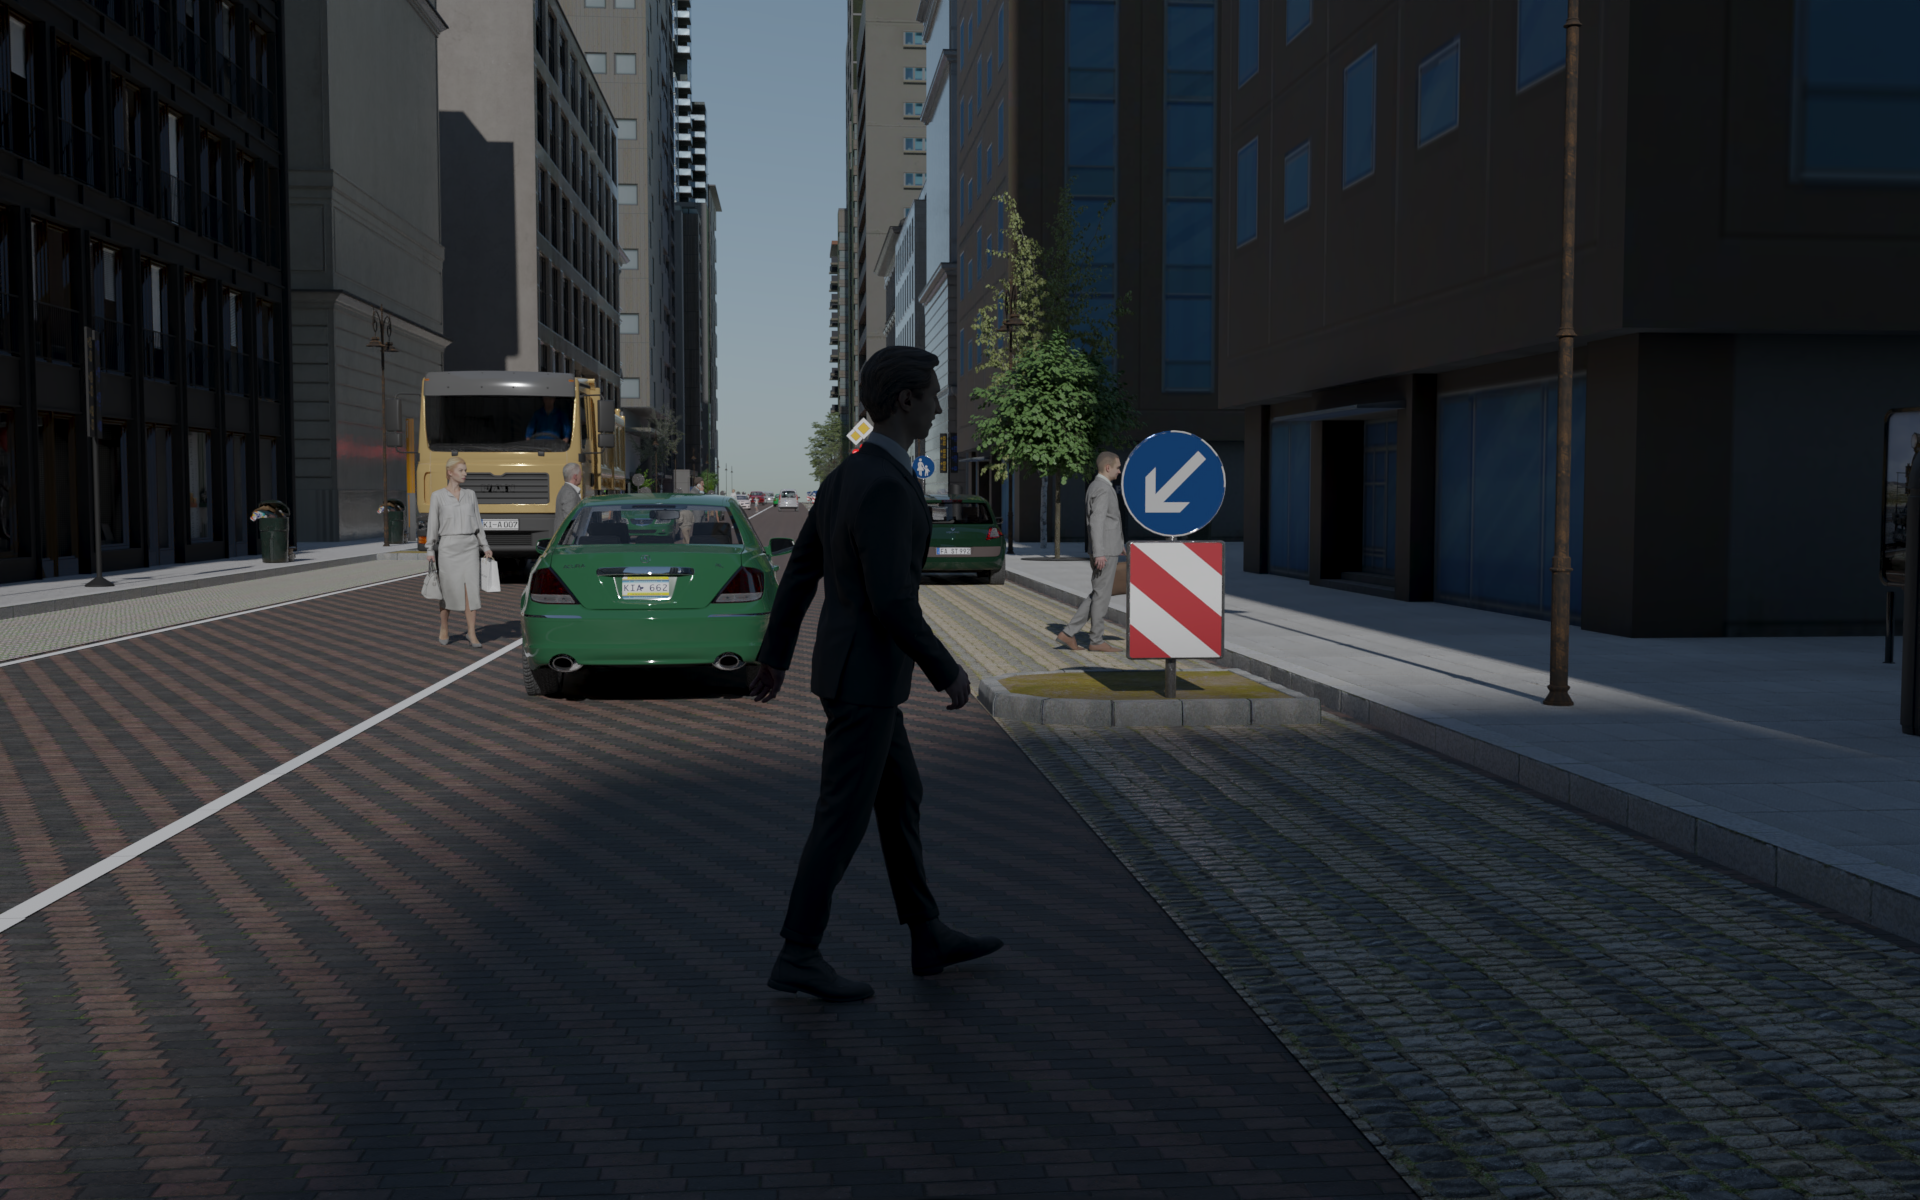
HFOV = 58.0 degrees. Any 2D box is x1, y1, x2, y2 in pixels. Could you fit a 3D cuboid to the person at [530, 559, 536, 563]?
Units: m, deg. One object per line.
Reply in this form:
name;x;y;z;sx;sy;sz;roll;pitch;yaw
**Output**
person;-9.004;-1.642;35.768;0.576;1.772;0.534;0;4;-3

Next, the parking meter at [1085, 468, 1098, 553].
parking meter;2.910;-1.976;38.012;0.255;1.863;0.399;1;4;22

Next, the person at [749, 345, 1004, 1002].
person;-0.197;0.200;5.000;0.755;1.850;0.659;-1;4;-17

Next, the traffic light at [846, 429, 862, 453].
traffic light;-4.320;-5.062;71.686;0.839;4.253;0.868;0;4;-5

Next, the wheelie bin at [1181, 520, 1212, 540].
wheelie bin;5.465;-1.981;40.296;0.980;1.594;0.693;-1;4;-13

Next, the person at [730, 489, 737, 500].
person;-16.675;-7.277;127.698;0.478;1.798;0.641;2;4;30

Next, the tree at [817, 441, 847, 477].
tree;-16.905;-17.219;231.896;4.360;8.622;3.978;0;3;0

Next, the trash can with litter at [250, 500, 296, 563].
trash can with litter;-12.846;-1.290;32.477;0.624;1.170;1.055;0;4;-8

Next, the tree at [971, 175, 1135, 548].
tree;2.018;-5.535;40.867;4.737;8.622;4.395;0;3;0

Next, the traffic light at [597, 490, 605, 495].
traffic light;-14.732;-5.000;70.676;0.839;4.253;0.868;0;4;-5

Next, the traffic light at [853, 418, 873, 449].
traffic light;-3.558;-4.576;63.737;0.839;4.253;0.868;0;4;-5

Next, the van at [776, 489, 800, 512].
van;-14.158;-8.295;142.642;2.013;2.044;4.112;0;4;-7

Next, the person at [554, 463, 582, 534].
person;-4.236;-0.628;19.162;0.834;1.777;0.661;-2;4;-28

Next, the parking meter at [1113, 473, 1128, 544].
parking meter;4.145;-2.377;44.568;0.399;1.863;0.255;1;4;23

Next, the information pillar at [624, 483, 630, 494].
information pillar;-21.512;-6.574;111.974;0.304;2.012;0.304;1;4;14

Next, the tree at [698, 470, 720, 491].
tree;-32.364;-14.548;221.570;4.285;4.588;4.351;0;3;0

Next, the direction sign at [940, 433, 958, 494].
direction sign;-0.412;-4.424;64.331;0.876;3.537;0.379;3;5;41

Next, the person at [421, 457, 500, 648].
person;-4.704;-0.455;16.290;0.694;1.780;0.624;-1;4;-20

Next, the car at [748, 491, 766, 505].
car;-25.773;-12.894;219.496;2.281;1.827;5.304;0;4;-6

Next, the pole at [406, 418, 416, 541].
pole;-14.849;-3.241;46.833;0.158;3.312;0.155;0;3;0

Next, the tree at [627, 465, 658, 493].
tree;-21.382;-7.371;115.122;1.663;3.219;1.824;0;3;0

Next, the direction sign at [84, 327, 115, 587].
direction sign;-11.937;-1.953;23.923;0.379;3.537;0.876;-1;4;-16

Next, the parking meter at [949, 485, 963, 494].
parking meter;-0.106;-2.308;46.140;0.372;1.533;0.369;0;3;0

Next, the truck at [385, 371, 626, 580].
truck;-7.521;-2.110;30.421;3.469;3.379;9.791;0;4;-7

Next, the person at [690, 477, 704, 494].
person;-6.327;-2.086;42.418;0.447;1.846;0.655;1;4;14

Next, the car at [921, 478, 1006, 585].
car;-0.239;-1.143;28.480;2.009;1.686;4.222;0;4;-4

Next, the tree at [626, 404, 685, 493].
tree;-23.980;-11.450;137.573;4.360;8.622;3.978;0;3;0

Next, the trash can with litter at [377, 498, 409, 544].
trash can with litter;-14.574;-2.033;44.624;0.624;1.170;1.055;0;4;-5

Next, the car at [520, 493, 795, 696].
car;-2.367;-0.124;13.820;2.131;1.459;4.920;0;4;-7

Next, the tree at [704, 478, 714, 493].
tree;-30.106;-13.143;209.487;1.663;3.219;1.824;0;3;0

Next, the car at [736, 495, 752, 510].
car;-19.990;-8.885;157.631;2.083;1.381;4.827;0;4;-7

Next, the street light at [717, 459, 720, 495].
street light;-32.093;-15.746;230.236;0.468;5.910;1.993;0;4;-5

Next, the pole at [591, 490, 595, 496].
pole;-18.530;-5.723;87.407;0.158;3.312;0.155;0;3;0

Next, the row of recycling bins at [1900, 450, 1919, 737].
row of recycling bins;6.810;-0.132;9.276;3.534;1.692;1.069;-1;4;-10

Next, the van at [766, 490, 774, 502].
van;-30.811;-16.706;280.158;2.013;2.044;4.112;0;4;-6

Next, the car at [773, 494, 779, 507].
car;-20.053;-11.358;194.497;1.959;1.807;4.718;0;4;-4

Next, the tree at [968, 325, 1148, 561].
tree;1.961;-3.050;33.577;4.285;4.588;4.351;0;3;0

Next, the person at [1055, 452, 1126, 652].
person;1.301;-0.429;15.634;0.853;1.813;0.709;0;4;-4

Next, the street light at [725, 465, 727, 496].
street light;-34.592;-17.345;256.384;0.468;5.910;1.993;0;4;-5

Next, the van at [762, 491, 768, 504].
van;-27.801;-14.372;241.994;2.013;2.044;4.112;0;4;-5

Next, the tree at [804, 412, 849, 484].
tree;-17.652;-19.600;238.589;7.486;12.596;7.792;0;3;0

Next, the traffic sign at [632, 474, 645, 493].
traffic sign;-19.993;-6.579;107.667;0.768;2.556;0.104;0;4;-5

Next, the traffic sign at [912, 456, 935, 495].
traffic sign;-1.213;-3.503;57.385;0.768;2.556;0.104;0;4;4

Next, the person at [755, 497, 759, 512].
person;-16.070;-7.575;137.373;0.382;1.210;0.505;-2;4;-24
